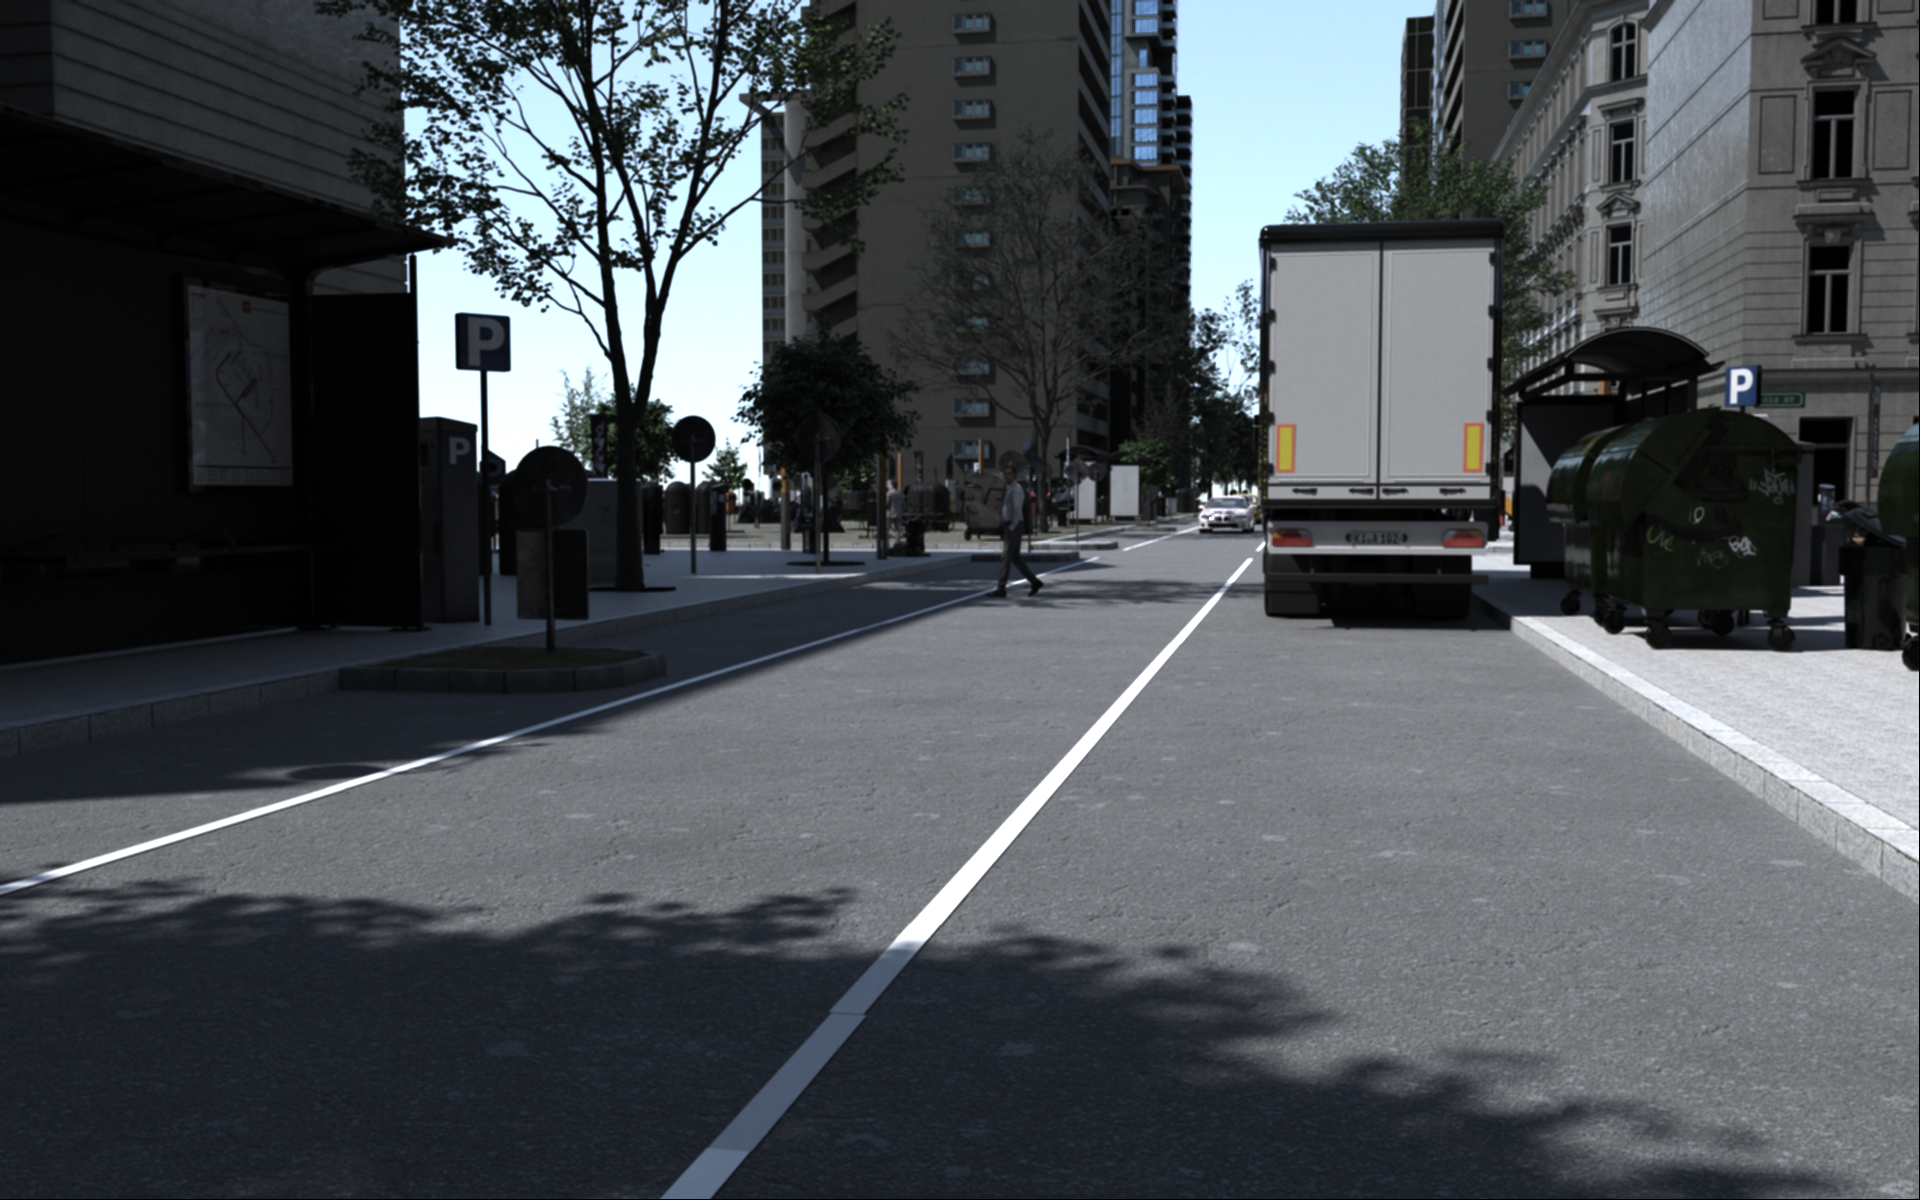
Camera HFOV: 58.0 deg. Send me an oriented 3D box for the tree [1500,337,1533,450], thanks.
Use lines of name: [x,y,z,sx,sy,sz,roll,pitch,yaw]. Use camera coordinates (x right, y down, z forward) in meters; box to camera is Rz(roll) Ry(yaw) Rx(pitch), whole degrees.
tree: [23.172,-7.690,76.095,4.737,8.622,4.395,0,3,0]

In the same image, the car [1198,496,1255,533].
car: [10.019,-3.211,64.857,2.083,1.381,4.827,1,4,13]

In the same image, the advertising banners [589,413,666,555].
advertising banners: [-7.171,-2.505,37.149,2.074,3.025,0.090,2,4,32]

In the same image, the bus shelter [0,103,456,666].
bus shelter: [-6.095,-1.343,13.236,1.731,3.624,6.357,1,4,11]

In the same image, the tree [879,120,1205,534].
tree: [2.724,-8.942,56.569,12.009,13.543,11.850,0,3,0]

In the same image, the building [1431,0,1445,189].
building: [68.345,-55.369,217.947,22.319,86.520,31.000,1,4,11]

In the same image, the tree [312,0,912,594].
tree: [-4.285,-5.930,22.707,9.928,11.665,9.643,0,3,0]

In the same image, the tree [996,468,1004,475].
tree: [2.789,-7.216,112.575,1.663,3.219,1.824,0,3,0]

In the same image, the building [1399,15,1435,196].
building: [74.097,-50.173,258.578,20.563,71.187,20.611,1,4,11]

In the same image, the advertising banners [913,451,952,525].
advertising banners: [-1.130,-4.576,71.001,2.074,3.025,0.090,-3,5,-42]

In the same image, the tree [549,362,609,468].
tree: [-21.310,-8.993,97.393,4.737,8.622,4.395,0,3,0]

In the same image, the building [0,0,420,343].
building: [-19.832,-11.003,29.053,18.267,20.994,9.793,1,4,11]

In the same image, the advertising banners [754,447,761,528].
advertising banners: [-7.609,-4.212,65.048,0.090,3.025,2.074,-1,4,-12]

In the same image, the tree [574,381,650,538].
tree: [-9.518,-4.083,50.466,4.285,4.588,4.351,0,3,0]

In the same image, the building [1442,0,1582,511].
building: [50.508,-31.539,139.368,21.300,48.544,21.600,1,4,11]

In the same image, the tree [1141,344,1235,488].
tree: [17.334,-13.045,131.418,7.486,12.596,7.792,0,3,0]

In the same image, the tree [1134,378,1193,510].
tree: [12.818,-9.789,110.406,4.360,8.622,3.978,0,3,0]

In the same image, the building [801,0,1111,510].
building: [-0.175,-31.211,134.000,21.300,48.544,21.600,1,4,11]

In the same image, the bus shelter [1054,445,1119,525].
bus shelter: [5.390,-4.905,74.118,2.014,3.302,5.546,1,4,11]

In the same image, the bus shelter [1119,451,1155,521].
bus shelter: [8.150,-5.481,83.530,2.014,3.302,5.546,1,4,11]

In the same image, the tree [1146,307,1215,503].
tree: [22.969,-18.164,152.867,12.611,20.169,13.585,0,3,0]

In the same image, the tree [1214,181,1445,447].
tree: [24.154,-15.316,106.305,12.611,20.169,13.585,0,3,0]

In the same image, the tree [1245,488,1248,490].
tree: [45.575,-19.598,270.780,4.737,8.622,4.395,0,3,0]

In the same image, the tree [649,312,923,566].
tree: [-2.516,-2.924,31.525,4.285,4.588,4.351,0,3,0]

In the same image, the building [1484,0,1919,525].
building: [38.810,-19.330,92.463,17.030,29.872,44.131,1,4,11]

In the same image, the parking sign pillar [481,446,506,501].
parking sign pillar: [-25.359,-6.467,94.215,1.447,3.967,1.447,-1,4,-14]

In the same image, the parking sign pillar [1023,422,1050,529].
parking sign pillar: [2.625,-4.619,63.995,1.447,3.967,1.447,0,4,8]

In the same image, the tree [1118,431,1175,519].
tree: [9.665,-6.510,90.157,4.285,4.588,4.351,0,3,0]

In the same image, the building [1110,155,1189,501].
building: [18.179,-34.986,226.646,22.147,44.769,28.867,1,4,11]

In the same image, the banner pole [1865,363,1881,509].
banner pole: [17.563,-2.650,33.339,0.401,3.779,0.863,3,5,43]

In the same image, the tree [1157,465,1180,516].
tree: [11.995,-6.569,102.011,1.663,3.219,1.824,0,3,0]

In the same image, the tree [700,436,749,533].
tree: [-7.877,-3.879,58.024,1.663,3.219,1.824,0,3,0]

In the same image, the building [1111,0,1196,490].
building: [24.112,-57.614,254.665,22.319,86.520,31.000,1,4,11]

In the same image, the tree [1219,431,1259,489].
tree: [33.898,-17.113,214.203,8.767,10.594,7.601,2,4,30]

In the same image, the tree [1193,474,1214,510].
tree: [20.164,-9.144,144.104,1.663,3.219,1.824,0,3,0]

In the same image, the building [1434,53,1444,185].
building: [56.975,-33.330,164.555,23.786,49.044,30.456,1,4,11]

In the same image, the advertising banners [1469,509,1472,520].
advertising banners: [24.314,-5.484,85.847,2.074,3.025,0.090,2,4,23]

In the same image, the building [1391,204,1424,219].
building: [67.291,-34.213,242.978,14.154,41.232,14.086,1,4,11]

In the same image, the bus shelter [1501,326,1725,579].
bus shelter: [8.703,-1.820,23.674,2.014,3.302,5.546,1,4,11]

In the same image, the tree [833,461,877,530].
tree: [-3.589,-4.109,61.791,1.663,3.219,1.824,0,3,0]

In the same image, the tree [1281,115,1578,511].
tree: [13.150,-7.533,48.927,9.928,11.665,9.643,0,3,0]

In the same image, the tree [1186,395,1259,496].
tree: [29.841,-16.957,194.256,9.611,12.733,9.660,0,3,0]

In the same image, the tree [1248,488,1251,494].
tree: [43.107,-18.818,258.041,4.360,8.622,3.978,0,3,0]

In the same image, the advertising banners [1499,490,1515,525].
advertising banners: [22.202,-4.586,71.162,2.074,3.025,0.090,2,4,34]

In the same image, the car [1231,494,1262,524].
car: [13.587,-4.456,83.072,2.015,1.641,3.980,1,4,12]

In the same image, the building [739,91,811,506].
building: [-1.132,-28.500,157.862,32.217,40.220,23.993,1,4,11]

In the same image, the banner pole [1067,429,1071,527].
banner pole: [4.179,-4.694,66.762,0.401,3.779,0.863,0,4,-5]

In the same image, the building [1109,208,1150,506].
building: [11.466,-24.669,175.032,14.160,30.474,14.107,1,4,11]
